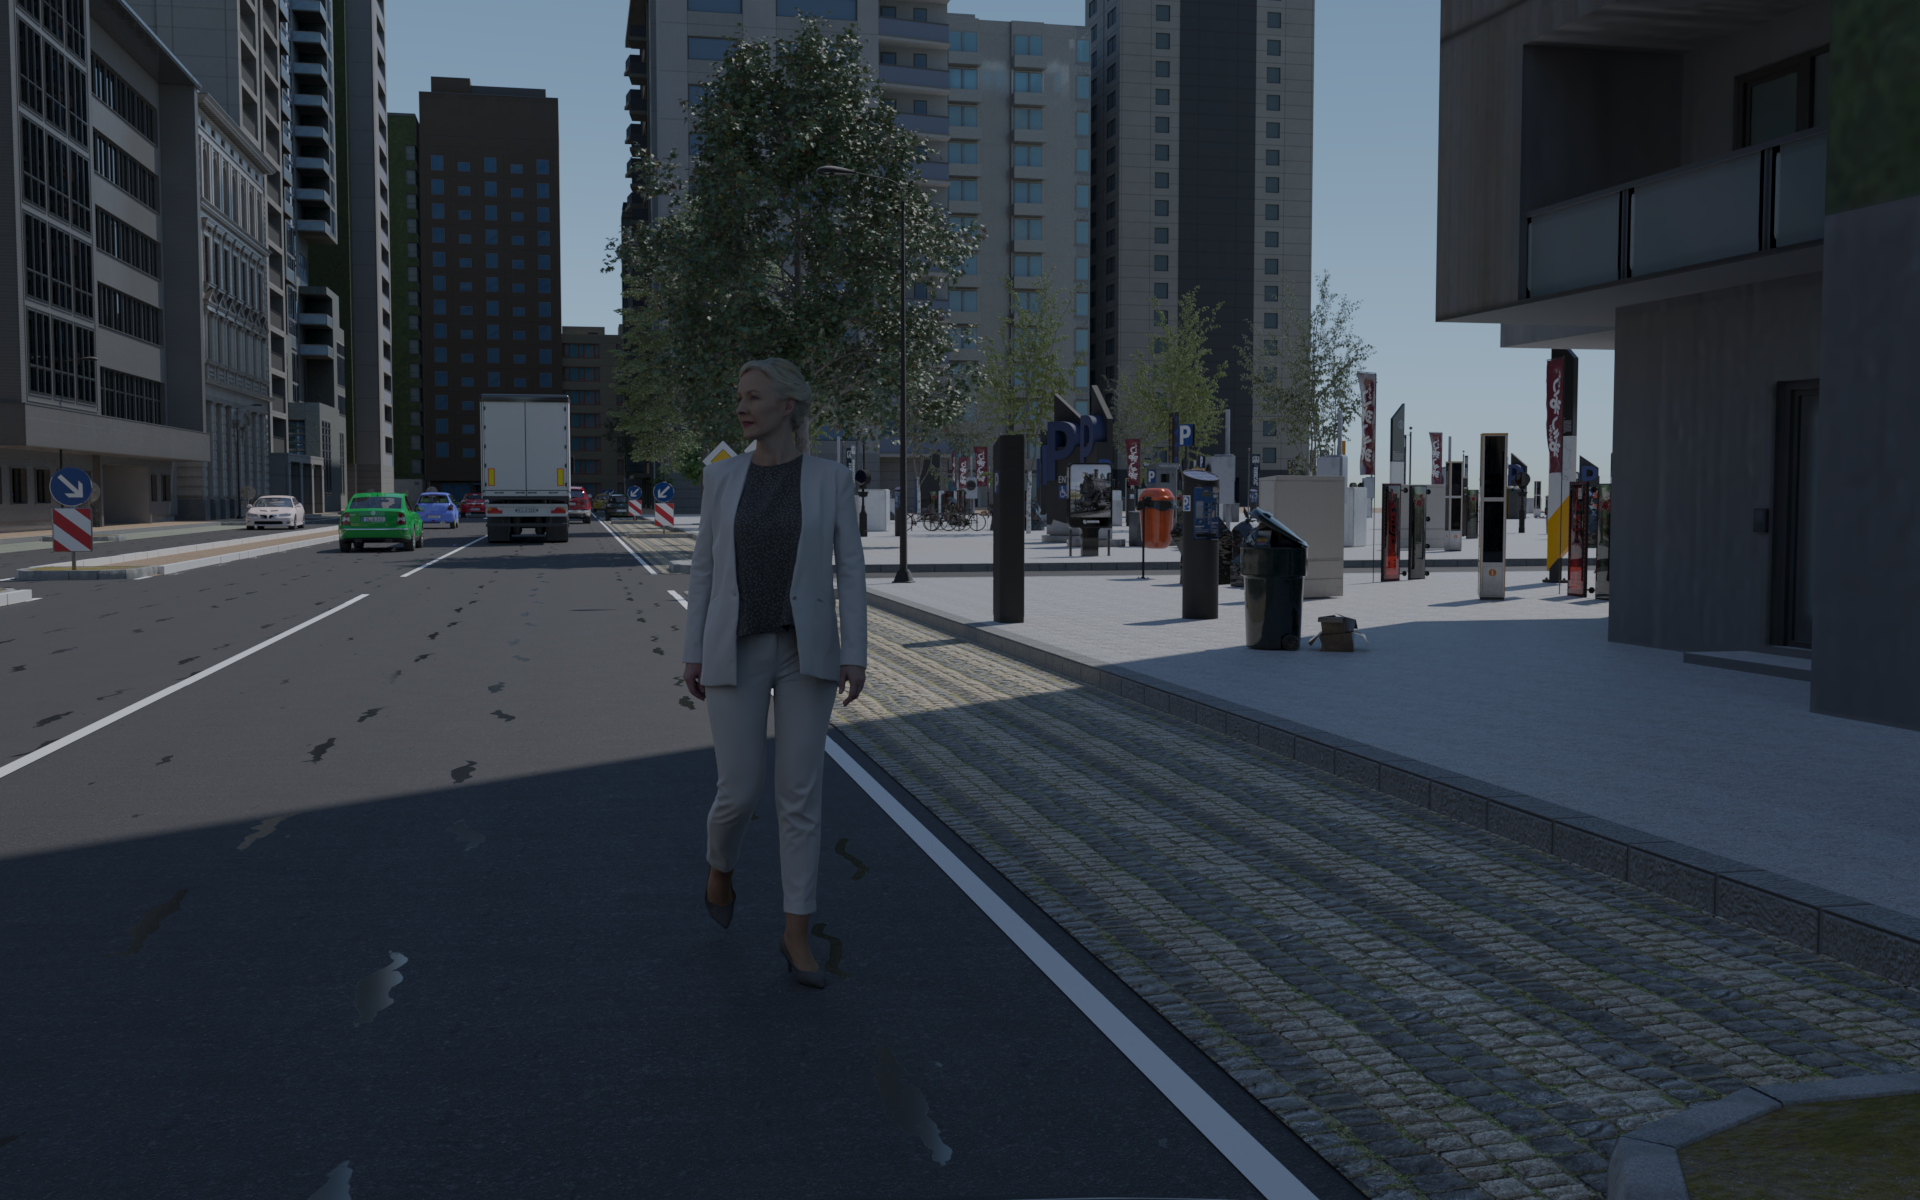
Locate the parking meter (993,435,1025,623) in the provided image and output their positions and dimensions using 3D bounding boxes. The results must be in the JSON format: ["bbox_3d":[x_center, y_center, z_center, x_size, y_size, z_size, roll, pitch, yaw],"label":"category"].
[{"bbox_3d":[0.487,-0.711,17.342,0.255,1.863,0.399,-1,4,-11],"label":"parking meter"}]

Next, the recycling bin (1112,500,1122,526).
[{"bbox_3d":[6.082,-3.476,69.379,0.722,1.027,0.722,0,4,-8],"label":"recycling bin"}]

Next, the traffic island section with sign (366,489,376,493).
[{"bbox_3d":[-43.507,-7.303,128.037,1.989,1.847,2.006,-1,4,-13],"label":"traffic island section with sign"}]

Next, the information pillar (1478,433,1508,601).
[{"bbox_3d":[6.448,-1.008,20.968,0.304,2.012,0.304,1,4,13],"label":"information pillar"}]

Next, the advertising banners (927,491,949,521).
[{"bbox_3d":[-0.542,-5.225,81.609,2.074,3.025,0.090,-1,4,-19],"label":"advertising banners"}]

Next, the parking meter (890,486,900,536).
[{"bbox_3d":[-1.793,-2.698,52.516,0.372,1.533,0.369,0,3,0],"label":"parking meter"}]

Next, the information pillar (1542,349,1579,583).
[{"bbox_3d":[8.645,-2.050,24.875,0.183,3.616,0.504,-1,4,-23],"label":"information pillar"}]

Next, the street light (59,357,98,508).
[{"bbox_3d":[-29.901,-5.270,58.708,1.470,5.913,1.316,-1,4,-13],"label":"street light"}]

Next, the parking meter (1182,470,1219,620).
[{"bbox_3d":[2.478,-0.576,17.832,0.372,1.533,0.369,0,3,0],"label":"parking meter"}]

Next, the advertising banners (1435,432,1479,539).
[{"bbox_3d":[14.070,-3.246,49.266,2.074,3.025,0.090,-2,4,-30],"label":"advertising banners"}]

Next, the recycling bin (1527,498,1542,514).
[{"bbox_3d":[37.864,-6.221,114.271,0.722,1.027,0.722,-2,4,-30],"label":"recycling bin"}]

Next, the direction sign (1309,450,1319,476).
[{"bbox_3d":[18.232,-5.891,88.319,0.876,3.537,0.379,2,4,29],"label":"direction sign"}]

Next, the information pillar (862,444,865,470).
[{"bbox_3d":[-3.751,-4.650,67.377,0.183,3.616,0.504,0,4,-5],"label":"information pillar"}]

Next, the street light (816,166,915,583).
[{"bbox_3d":[-1.348,-3.197,24.813,1.470,5.913,1.316,-1,4,-13],"label":"street light"}]

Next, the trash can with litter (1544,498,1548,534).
[{"bbox_3d":[19.203,-2.683,55.250,1.055,1.170,0.624,2,4,33],"label":"trash can with litter"}]

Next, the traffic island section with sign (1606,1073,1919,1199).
[{"bbox_3d":[2.226,0.357,2.798,1.989,1.847,2.006,-1,4,-13],"label":"traffic island section with sign"}]

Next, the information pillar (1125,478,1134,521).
[{"bbox_3d":[7.843,-4.619,80.020,0.304,2.012,0.304,2,4,30],"label":"information pillar"}]

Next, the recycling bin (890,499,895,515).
[{"bbox_3d":[-3.854,-5.151,96.768,0.722,1.027,0.722,1,4,13],"label":"recycling bin"}]

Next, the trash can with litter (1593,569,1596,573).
[{"bbox_3d":[10.276,-0.918,26.397,1.055,1.170,0.624,0,4,0],"label":"trash can with litter"}]

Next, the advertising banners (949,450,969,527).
[{"bbox_3d":[-0.044,-4.428,68.592,0.090,3.025,2.074,-1,4,-15],"label":"advertising banners"}]

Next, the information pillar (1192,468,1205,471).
[{"bbox_3d":[6.816,-2.761,49.626,0.304,2.012,0.304,0,4,-6],"label":"information pillar"}]

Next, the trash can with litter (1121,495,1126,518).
[{"bbox_3d":[9.270,-5.029,93.283,2.233,1.210,1.678,1,4,9],"label":"trash can with litter"}]

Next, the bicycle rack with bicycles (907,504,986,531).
[{"bbox_3d":[-0.436,-2.872,60.332,2.925,0.926,2.852,1,4,22],"label":"bicycle rack with bicycles"}]

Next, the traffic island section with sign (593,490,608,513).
[{"bbox_3d":[-32.524,-9.139,158.052,1.989,1.847,2.006,-1,4,-13],"label":"traffic island section with sign"}]

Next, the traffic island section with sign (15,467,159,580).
[{"bbox_3d":[-15.053,-1.320,29.718,2.006,1.907,1.989,-1,4,-13],"label":"traffic island section with sign"}]

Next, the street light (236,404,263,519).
[{"bbox_3d":[-36.558,-7.129,89.099,1.470,5.913,1.316,-1,4,-13],"label":"street light"}]

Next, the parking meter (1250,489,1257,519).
[{"bbox_3d":[15.314,-5.011,90.346,0.372,1.533,0.369,0,3,0],"label":"parking meter"}]

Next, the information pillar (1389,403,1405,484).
[{"bbox_3d":[11.253,-3.256,44.588,0.504,3.616,0.183,-3,4,-37],"label":"information pillar"}]

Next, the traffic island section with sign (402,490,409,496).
[{"bbox_3d":[-49.385,-8.912,154.346,1.989,1.847,2.006,-1,4,-13],"label":"traffic island section with sign"}]

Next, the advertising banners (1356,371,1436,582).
[{"bbox_3d":[6.358,-1.789,25.431,0.090,3.025,2.074,3,5,44],"label":"advertising banners"}]

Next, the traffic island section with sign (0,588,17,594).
[{"bbox_3d":[-13.445,-0.878,22.487,2.006,1.907,1.989,-1,4,-13],"label":"traffic island section with sign"}]

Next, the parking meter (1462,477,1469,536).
[{"bbox_3d":[15.281,-2.883,52.848,0.255,1.863,0.399,-3,4,-36],"label":"parking meter"}]

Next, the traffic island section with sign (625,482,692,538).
[{"bbox_3d":[-9.848,-2.943,56.749,1.989,1.847,2.006,-1,4,-13],"label":"traffic island section with sign"}]

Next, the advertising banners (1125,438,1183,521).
[{"bbox_3d":[6.145,-3.553,54.272,2.074,3.025,0.090,1,4,23],"label":"advertising banners"}]

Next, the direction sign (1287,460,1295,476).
[{"bbox_3d":[21.956,-7.512,114.820,0.379,3.537,0.876,3,5,45],"label":"direction sign"}]

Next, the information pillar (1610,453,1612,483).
[{"bbox_3d":[31.328,-5.597,82.868,0.183,3.616,0.504,-2,4,-25],"label":"information pillar"}]

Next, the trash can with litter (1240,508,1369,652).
[{"bbox_3d":[2.845,-0.180,14.332,1.055,1.170,0.624,1,4,14],"label":"trash can with litter"}]

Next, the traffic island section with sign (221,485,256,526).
[{"bbox_3d":[-32.550,-4.313,79.153,1.989,1.847,2.006,-1,4,-13],"label":"traffic island section with sign"}]

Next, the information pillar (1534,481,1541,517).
[{"bbox_3d":[32.344,-5.658,97.005,0.304,2.012,0.304,0,4,-3],"label":"information pillar"}]

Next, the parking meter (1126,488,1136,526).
[{"bbox_3d":[6.771,-3.685,68.655,0.372,1.533,0.369,0,3,0],"label":"parking meter"}]

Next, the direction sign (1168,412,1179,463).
[{"bbox_3d":[5.926,-3.432,48.106,0.379,3.537,0.876,-1,4,-9],"label":"direction sign"}]

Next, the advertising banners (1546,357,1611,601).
[{"bbox_3d":[7.732,-1.553,21.581,0.090,3.025,2.074,0,4,-5],"label":"advertising banners"}]

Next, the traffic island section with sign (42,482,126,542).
[{"bbox_3d":[-26.663,-2.704,52.846,1.989,1.847,2.006,-1,4,-13],"label":"traffic island section with sign"}]

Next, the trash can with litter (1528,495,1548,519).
[{"bbox_3d":[30.846,-4.894,91.070,1.678,1.210,2.233,-2,4,-29],"label":"trash can with litter"}]

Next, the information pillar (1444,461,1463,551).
[{"bbox_3d":[11.066,-2.100,38.830,0.304,2.012,0.304,0,4,-6],"label":"information pillar"}]

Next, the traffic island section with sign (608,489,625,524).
[{"bbox_3d":[-15.731,-4.552,83.057,1.989,1.847,2.006,-1,4,-13],"label":"traffic island section with sign"}]

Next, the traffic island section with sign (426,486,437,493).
[{"bbox_3d":[-31.478,-5.805,103.046,2.006,1.907,1.989,-1,4,-13],"label":"traffic island section with sign"}]

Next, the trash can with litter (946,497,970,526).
[{"bbox_3d":[-0.034,-3.608,70.374,1.055,1.170,0.624,2,4,31],"label":"trash can with litter"}]
